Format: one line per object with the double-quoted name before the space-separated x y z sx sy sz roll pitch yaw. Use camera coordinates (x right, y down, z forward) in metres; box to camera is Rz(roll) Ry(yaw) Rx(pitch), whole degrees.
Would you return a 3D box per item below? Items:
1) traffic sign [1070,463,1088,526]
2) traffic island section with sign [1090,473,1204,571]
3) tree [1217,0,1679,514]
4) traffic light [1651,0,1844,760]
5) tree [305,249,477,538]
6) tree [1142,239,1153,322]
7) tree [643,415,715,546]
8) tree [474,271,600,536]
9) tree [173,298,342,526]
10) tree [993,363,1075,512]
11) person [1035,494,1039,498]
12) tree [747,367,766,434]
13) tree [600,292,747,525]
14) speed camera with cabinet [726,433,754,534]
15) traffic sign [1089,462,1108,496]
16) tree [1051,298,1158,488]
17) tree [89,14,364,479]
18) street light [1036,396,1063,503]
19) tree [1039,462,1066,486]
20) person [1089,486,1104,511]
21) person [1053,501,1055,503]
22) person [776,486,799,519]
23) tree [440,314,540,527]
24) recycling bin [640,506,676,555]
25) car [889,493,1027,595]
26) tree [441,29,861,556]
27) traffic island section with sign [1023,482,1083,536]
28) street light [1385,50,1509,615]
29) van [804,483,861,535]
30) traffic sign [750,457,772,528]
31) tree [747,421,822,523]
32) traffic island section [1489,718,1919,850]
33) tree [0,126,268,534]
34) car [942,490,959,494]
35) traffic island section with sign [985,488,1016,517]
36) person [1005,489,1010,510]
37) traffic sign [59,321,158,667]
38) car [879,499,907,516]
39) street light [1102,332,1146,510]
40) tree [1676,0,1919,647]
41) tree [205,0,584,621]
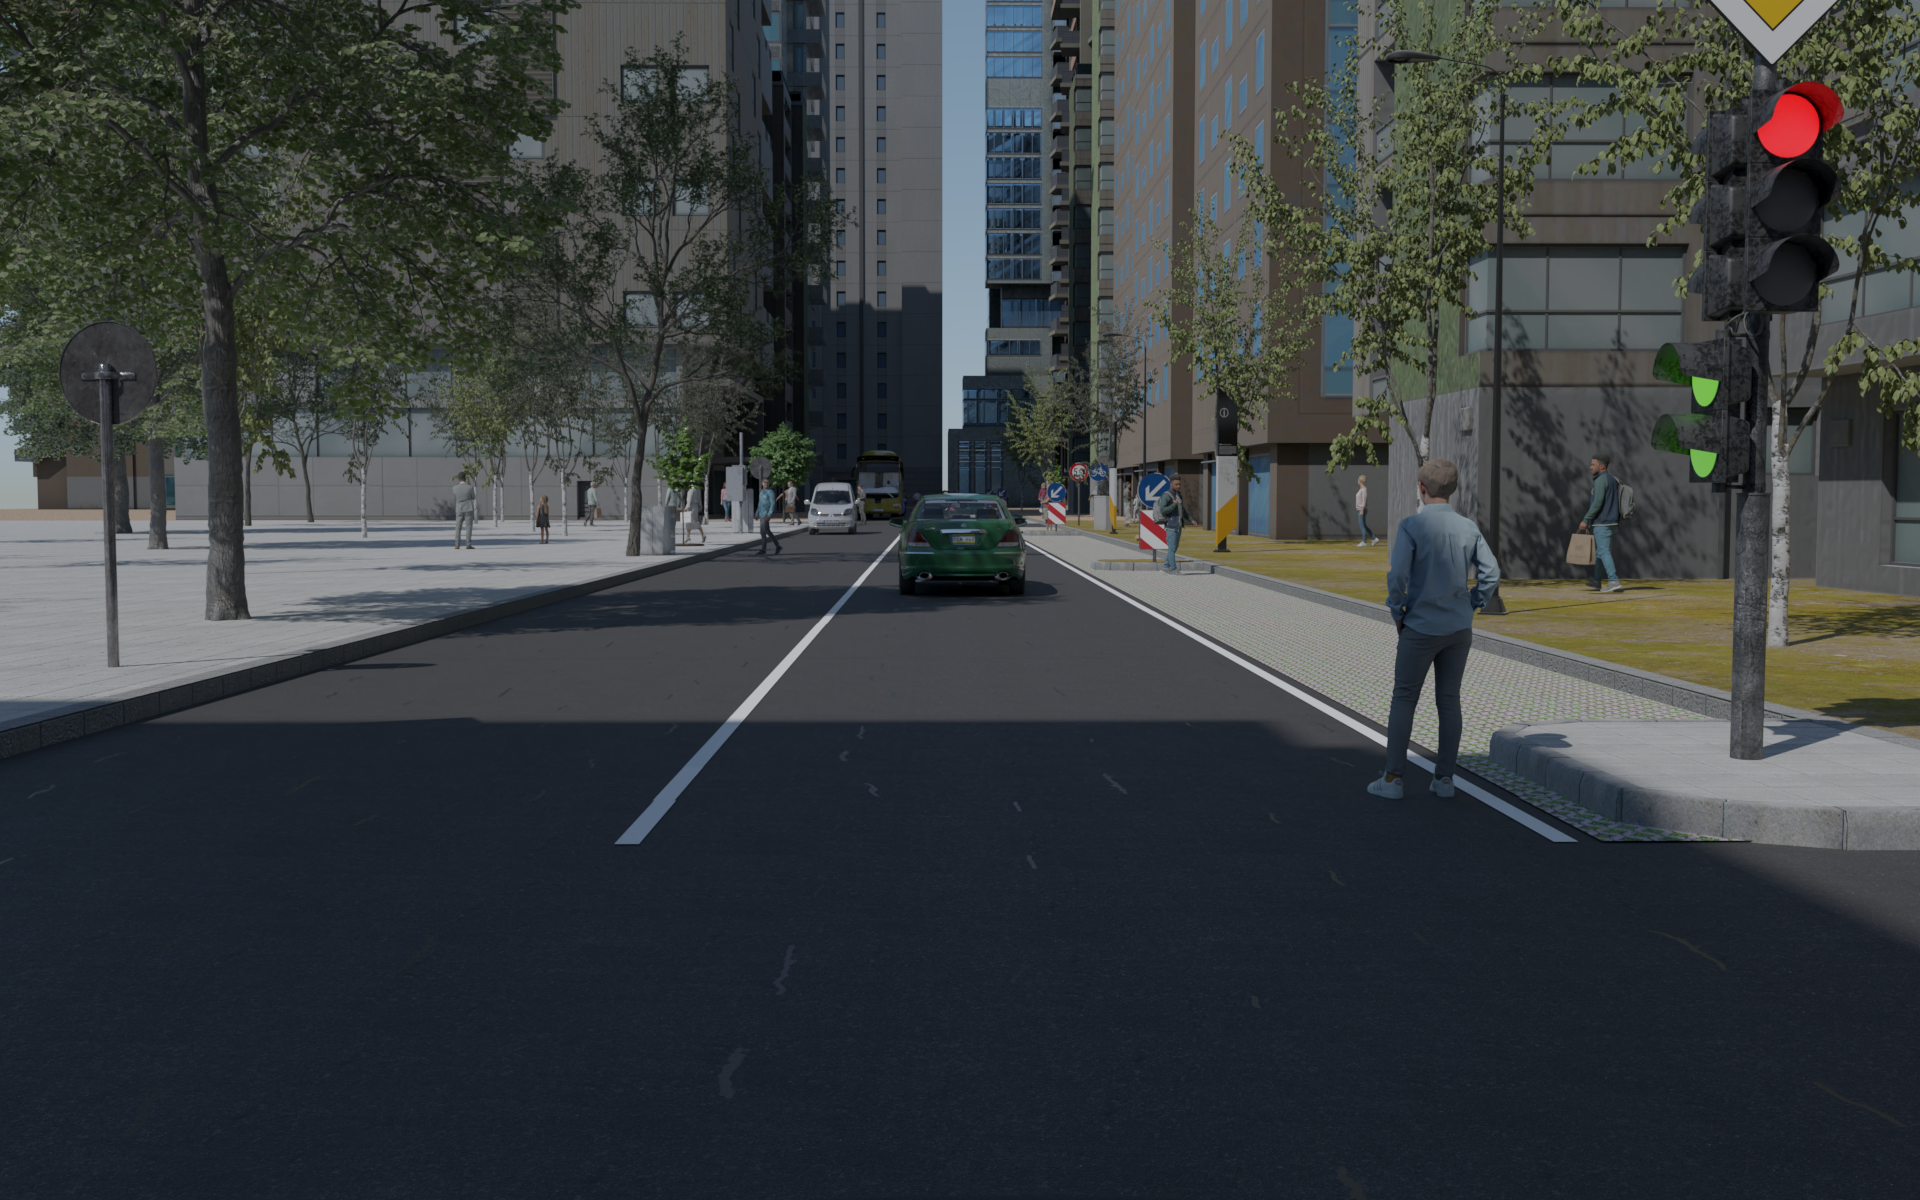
"traffic sign" 4.823 -4.286 70.183 0.768 2.556 0.104 0 4 8
"traffic island section with sign" 3.521 -1.491 33.011 1.989 1.847 2.006 0 4 -1
"tree" 5.783 -4.400 22.308 4.737 8.622 4.395 0 3 0
"traffic light" 3.801 -1.185 8.300 0.839 4.253 0.868 0 4 -1
"tree" -17.403 -6.151 50.936 4.360 8.622 3.978 0 3 0
"tree" 6.653 -5.647 42.693 4.737 8.622 4.395 0 3 0
"tree" -6.755 -2.941 42.686 1.663 3.219 1.824 0 3 0
"tree" -14.493 -6.621 58.617 4.360 8.622 3.978 0 3 0
"tree" -29.631 -8.789 78.109 7.601 10.594 8.767 2 4 26
"tree" 4.650 -8.920 96.198 4.737 8.622 4.395 0 3 0
"person" 6.631 -8.057 137.778 1.348 1.823 0.705 0 4 -1
"tree" -10.398 -7.427 71.792 4.360 8.622 3.978 0 3 0
"tree" -10.904 -6.950 63.988 4.360 8.622 3.978 0 3 0
"speed camera with cabinet" -7.192 -3.803 56.520 0.660 3.252 2.038 0 4 2
"traffic sign" 5.501 -4.213 68.987 0.768 2.556 0.104 0 4 2
"tree" 5.640 -7.016 65.078 4.360 8.622 3.978 0 3 0
"tree" -11.571 -4.705 27.287 4.737 8.622 4.395 0 3 0
"street light" 4.302 -6.718 82.382 1.470 5.913 1.316 0 4 -1
"tree" 5.733 -6.578 102.153 1.663 3.219 1.824 0 3 0
"person" 7.560 -5.390 94.908 1.217 1.736 0.721 -2 4 -28
"person" 5.204 -5.318 93.717 0.721 1.735 1.217 0 4 4
"person" -8.702 -4.938 87.482 1.217 1.736 0.721 -1 4 -21
"tree" -18.065 -7.130 66.930 4.737 8.622 4.395 0 3 0
"recycling bin" -6.435 -1.473 36.646 0.722 1.027 0.722 0 4 1
"car" -0.010 -0.878 26.151 2.131 1.459 4.920 0 4 -2
"tree" -6.496 -6.162 35.160 7.601 10.594 8.767 3 5 40
"traffic island section with sign" 3.182 -3.140 59.964 1.989 1.847 2.006 0 4 -1
"street light" 5.150 -2.799 18.312 1.470 5.913 1.316 0 4 -1
"van" -4.573 -3.390 62.444 2.013 2.044 4.112 0 4 -2
"traffic sign" -6.773 -3.594 58.869 0.768 2.556 0.104 0 4 8
"tree" -7.832 -5.757 77.843 4.285 4.588 4.351 0 3 0
"traffic island section" 3.841 0.848 8.415 2.009 0.180 2.903 0 4 -1
"tree" -27.438 -9.134 56.002 9.857 13.997 8.962 0 3 0
"car" -0.873 -9.173 158.645 2.281 1.827 5.304 0 4 -2
"traffic island section with sign" 2.535 -6.217 110.282 1.989 1.847 2.006 0 4 -1
"person" 3.889 -8.300 142.531 0.721 1.735 1.217 -1 4 -12
"traffic sign" -6.278 -0.774 12.769 0.768 2.556 0.104 0 4 6
"car" -4.441 -6.327 113.037 1.945 1.707 3.694 0 4 -2
"street light" 4.786 -4.733 49.918 1.470 5.913 1.316 0 4 -1
"tree" 6.774 -3.902 14.168 4.737 8.622 4.395 0 3 0
"tree" -7.940 -6.073 17.420 7.486 12.596 7.792 0 3 0
